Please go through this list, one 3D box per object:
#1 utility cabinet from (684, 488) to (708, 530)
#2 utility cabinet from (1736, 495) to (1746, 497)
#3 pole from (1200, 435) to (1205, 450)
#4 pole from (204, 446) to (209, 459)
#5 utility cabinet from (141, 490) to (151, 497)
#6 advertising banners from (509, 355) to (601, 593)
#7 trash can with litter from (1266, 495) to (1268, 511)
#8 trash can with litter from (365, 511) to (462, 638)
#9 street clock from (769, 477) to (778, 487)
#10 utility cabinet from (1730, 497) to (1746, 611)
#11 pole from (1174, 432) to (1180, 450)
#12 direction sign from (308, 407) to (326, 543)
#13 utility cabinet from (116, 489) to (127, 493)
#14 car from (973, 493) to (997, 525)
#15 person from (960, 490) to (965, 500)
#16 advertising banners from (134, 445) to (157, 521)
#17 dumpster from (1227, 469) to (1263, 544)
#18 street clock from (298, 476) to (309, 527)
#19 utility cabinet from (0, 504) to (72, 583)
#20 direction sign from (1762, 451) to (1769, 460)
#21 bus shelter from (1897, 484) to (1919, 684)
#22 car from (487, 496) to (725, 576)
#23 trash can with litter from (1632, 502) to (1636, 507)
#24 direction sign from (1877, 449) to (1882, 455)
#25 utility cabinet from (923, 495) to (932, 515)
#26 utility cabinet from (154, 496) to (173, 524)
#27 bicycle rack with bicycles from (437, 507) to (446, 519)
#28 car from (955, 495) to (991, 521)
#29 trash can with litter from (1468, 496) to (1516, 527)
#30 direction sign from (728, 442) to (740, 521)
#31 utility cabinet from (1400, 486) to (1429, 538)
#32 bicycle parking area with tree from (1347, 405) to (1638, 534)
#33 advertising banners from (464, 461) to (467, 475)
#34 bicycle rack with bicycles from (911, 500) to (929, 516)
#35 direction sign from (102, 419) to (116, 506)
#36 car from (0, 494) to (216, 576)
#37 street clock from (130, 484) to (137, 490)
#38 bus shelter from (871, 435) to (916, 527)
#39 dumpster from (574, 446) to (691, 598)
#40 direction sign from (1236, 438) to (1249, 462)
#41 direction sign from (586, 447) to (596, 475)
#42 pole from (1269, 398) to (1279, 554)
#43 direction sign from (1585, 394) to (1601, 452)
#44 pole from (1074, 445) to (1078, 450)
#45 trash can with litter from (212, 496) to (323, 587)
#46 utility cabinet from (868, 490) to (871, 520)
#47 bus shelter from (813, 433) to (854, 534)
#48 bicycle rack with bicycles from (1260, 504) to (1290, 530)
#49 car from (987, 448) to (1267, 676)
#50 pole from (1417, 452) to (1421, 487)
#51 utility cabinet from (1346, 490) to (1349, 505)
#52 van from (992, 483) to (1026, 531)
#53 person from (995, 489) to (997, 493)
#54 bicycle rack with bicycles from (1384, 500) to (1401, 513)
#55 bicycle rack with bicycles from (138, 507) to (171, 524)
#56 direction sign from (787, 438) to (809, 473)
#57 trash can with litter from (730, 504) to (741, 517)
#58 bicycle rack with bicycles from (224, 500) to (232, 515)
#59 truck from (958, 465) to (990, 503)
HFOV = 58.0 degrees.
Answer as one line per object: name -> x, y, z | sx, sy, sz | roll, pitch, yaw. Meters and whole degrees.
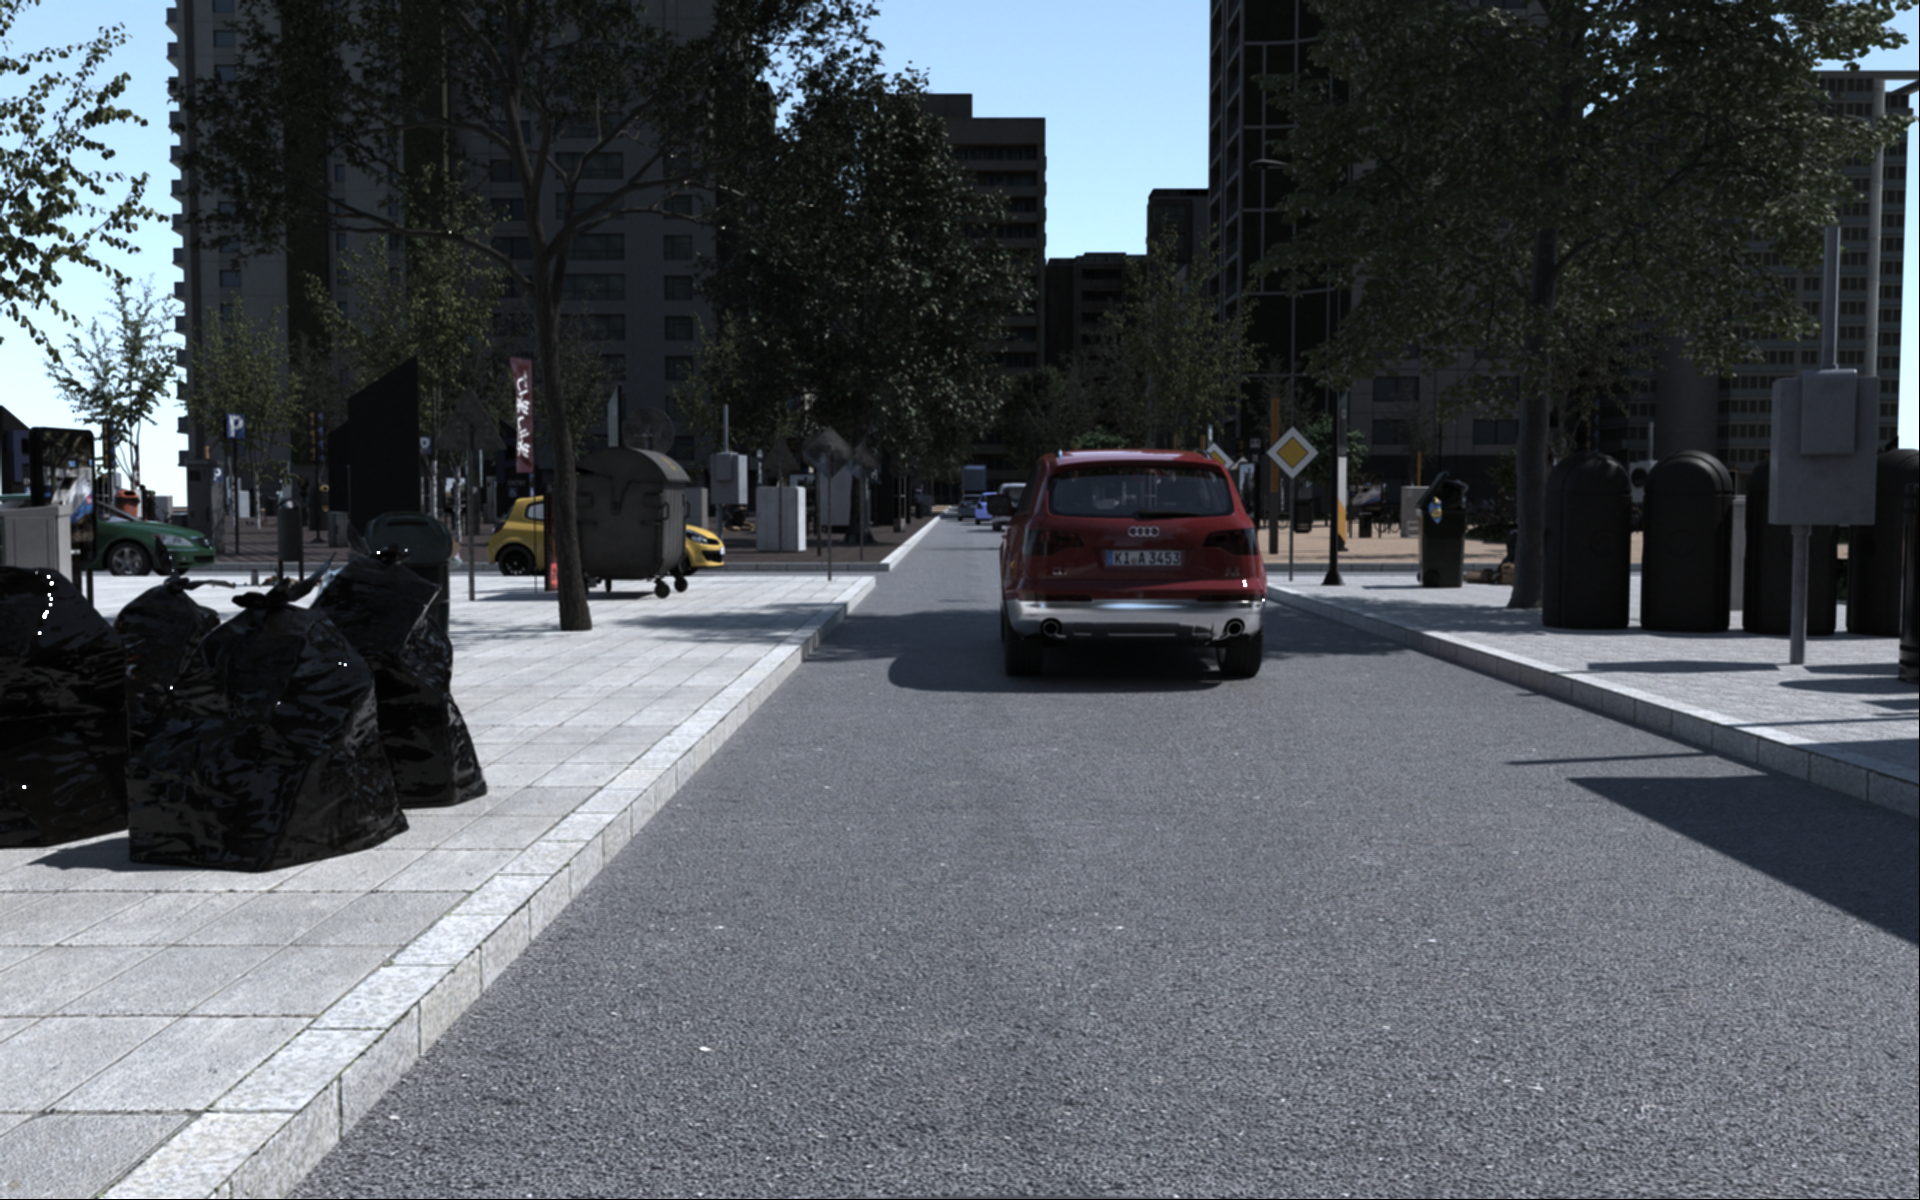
utility cabinet -> -9.342, -3.189, 60.822 | 1.173, 1.500, 0.318 | 3, 5, 41
utility cabinet -> 34.469, -4.016, 76.821 | 1.020, 1.237, 0.306 | -1, 4, -21
pole -> 8.396, -4.048, 60.035 | 0.158, 3.312, 0.155 | 0, 3, 0
pole -> -31.839, -4.857, 73.263 | 0.158, 3.312, 0.155 | 0, 3, 0
utility cabinet -> -40.644, -4.733, 86.069 | 1.173, 1.500, 0.318 | 3, 4, 36
advertising banners -> -5.341, -1.633, 22.891 | 0.090, 3.025, 2.074 | 1, 4, 20
trash can with litter -> 16.699, -5.128, 94.892 | 1.678, 1.210, 2.233 | 0, 4, 4
trash can with litter -> -3.371, 0.033, 10.848 | 0.624, 1.170, 1.055 | -2, 4, -24
street clock -> -6.878, -3.622, 63.783 | 0.358, 2.002, 0.471 | -1, 4, -20
utility cabinet -> 8.874, -0.496, 19.266 | 1.020, 1.237, 0.306 | -1, 4, -19
pole -> 7.154, -3.875, 57.202 | 0.158, 3.312, 0.155 | 0, 3, 0
direction sign -> -16.992, -3.288, 45.759 | 0.379, 3.537, 0.876 | 0, 4, 3
utility cabinet -> -34.028, -3.770, 70.311 | 0.318, 1.500, 1.173 | -1, 4, -20
car -> 1.561, -4.400, 81.524 | 1.945, 1.707, 3.694 | 0, 3, 0
person -> 0.170, -7.703, 134.993 | 0.434, 1.755, 0.990 | 1, 4, 16
advertising banners -> -29.666, -4.088, 63.020 | 0.090, 3.025, 2.074 | 0, 4, -7
dumpster -> 6.429, -2.155, 40.988 | 1.264, 1.857, 1.865 | 0, 4, 0
street clock -> -25.870, -3.898, 68.306 | 0.471, 2.002, 0.358 | 3, 5, 41
utility cabinet -> -5.362, 0.066, 10.084 | 0.306, 1.237, 1.020 | -2, 4, -24
direction sign -> 42.203, -6.007, 90.207 | 0.876, 3.537, 0.379 | 1, 4, 19
bus shelter -> 6.608, -1.839, 7.693 | 2.179, 5.291, 8.768 | 0, 4, 0
car -> -6.054, -1.197, 29.796 | 3.980, 1.641, 2.015 | 0, 4, 1
trash can with litter -> 42.036, -5.926, 108.277 | 0.624, 1.170, 1.055 | 2, 4, 27
direction sign -> 45.998, -5.806, 86.932 | 0.379, 3.537, 0.876 | 0, 4, 3
utility cabinet -> -2.262, -5.905, 107.716 | 1.020, 1.237, 0.306 | 2, 4, 26
utility cabinet -> -34.734, -3.937, 75.538 | 1.020, 1.237, 0.306 | 3, 4, 36
bicycle rack with bicycles -> -27.910, -4.664, 89.645 | 2.925, 0.926, 2.852 | 2, 4, 26
car -> 0.761, -4.954, 92.995 | 2.014, 1.417, 4.499 | 0, 4, 0
trash can with litter -> 20.783, -3.409, 66.797 | 2.233, 1.210, 1.678 | 2, 4, 25
direction sign -> -9.886, -5.128, 75.846 | 0.379, 3.537, 0.876 | -3, 5, -40
utility cabinet -> 13.456, -2.563, 50.589 | 1.173, 1.500, 0.318 | -1, 4, -23
bicycle parking area with tree -> 17.529, -4.261, 56.668 | 8.231, 4.147, 9.016 | -1, 4, -21
advertising banners -> -25.705, -5.815, 91.265 | 0.090, 3.025, 2.074 | -3, 4, -36
bicycle rack with bicycles -> -3.304, -5.491, 103.155 | 2.925, 0.926, 2.852 | 0, 4, -2
direction sign -> -26.051, -3.734, 53.056 | 0.379, 3.537, 0.876 | 0, 4, -5
car -> -15.133, -1.067, 29.245 | 4.920, 1.459, 2.131 | 0, 4, -1
street clock -> -49.004, -6.005, 102.750 | 0.358, 2.002, 0.471 | -3, 5, -42
bus shelter -> -2.634, -4.864, 70.806 | 1.731, 3.624, 6.357 | 0, 4, 0
dumpster -> -4.166, -0.989, 21.922 | 1.264, 1.857, 1.865 | 0, 4, 0
direction sign -> 11.480, -4.736, 69.431 | 0.876, 3.537, 0.379 | 1, 4, 18
direction sign -> -17.759, -5.585, 83.307 | 0.379, 3.537, 0.876 | -3, 5, -41
pole -> 6.702, -2.635, 36.933 | 0.158, 3.312, 0.155 | 0, 3, 0
direction sign -> 14.440, -2.910, 39.582 | 0.379, 3.537, 0.876 | 0, 4, 1
pole -> 4.786, -4.744, 71.405 | 0.158, 3.312, 0.155 | 0, 3, 0
trash can with litter -> -9.183, -0.797, 24.082 | 2.233, 1.210, 1.678 | 3, 4, 36
utility cabinet -> -3.931, -4.560, 83.228 | 0.318, 1.500, 1.173 | -3, 5, -42
bus shelter -> -3.995, -3.965, 58.759 | 2.014, 3.302, 5.546 | 0, 3, 0
bicycle rack with bicycles -> 10.754, -3.026, 62.854 | 2.852, 0.926, 2.925 | 3, 5, 43
car -> 1.376, -0.399, 15.194 | 2.281, 1.827, 5.304 | 0, 4, 1
pole -> 22.221, -5.505, 83.855 | 0.158, 3.312, 0.155 | 0, 3, 0
utility cabinet -> 21.232, -5.224, 94.092 | 0.318, 1.500, 1.173 | -1, 4, -22
van -> 2.141, -3.721, 67.848 | 2.013, 2.044, 4.112 | 0, 4, -1
person -> 2.395, -6.896, 121.697 | 0.683, 1.767, 0.568 | -2, 4, -28
bicycle rack with bicycles -> 26.254, -5.410, 101.843 | 2.852, 0.926, 2.925 | -1, 4, -18
bicycle rack with bicycles -> -23.990, -2.182, 49.051 | 2.925, 0.926, 2.852 | 2, 4, 29
direction sign -> -6.517, -4.753, 69.708 | 0.876, 3.537, 0.379 | 0, 4, -1
trash can with litter -> -11.969, -4.972, 92.671 | 0.624, 1.170, 1.055 | 1, 4, 14
bicycle rack with bicycles -> -44.634, -5.551, 104.134 | 2.925, 0.926, 2.852 | -1, 4, -14
truck -> 1.226, -10.098, 154.866 | 2.967, 4.110, 18.799 | 0, 4, 1
